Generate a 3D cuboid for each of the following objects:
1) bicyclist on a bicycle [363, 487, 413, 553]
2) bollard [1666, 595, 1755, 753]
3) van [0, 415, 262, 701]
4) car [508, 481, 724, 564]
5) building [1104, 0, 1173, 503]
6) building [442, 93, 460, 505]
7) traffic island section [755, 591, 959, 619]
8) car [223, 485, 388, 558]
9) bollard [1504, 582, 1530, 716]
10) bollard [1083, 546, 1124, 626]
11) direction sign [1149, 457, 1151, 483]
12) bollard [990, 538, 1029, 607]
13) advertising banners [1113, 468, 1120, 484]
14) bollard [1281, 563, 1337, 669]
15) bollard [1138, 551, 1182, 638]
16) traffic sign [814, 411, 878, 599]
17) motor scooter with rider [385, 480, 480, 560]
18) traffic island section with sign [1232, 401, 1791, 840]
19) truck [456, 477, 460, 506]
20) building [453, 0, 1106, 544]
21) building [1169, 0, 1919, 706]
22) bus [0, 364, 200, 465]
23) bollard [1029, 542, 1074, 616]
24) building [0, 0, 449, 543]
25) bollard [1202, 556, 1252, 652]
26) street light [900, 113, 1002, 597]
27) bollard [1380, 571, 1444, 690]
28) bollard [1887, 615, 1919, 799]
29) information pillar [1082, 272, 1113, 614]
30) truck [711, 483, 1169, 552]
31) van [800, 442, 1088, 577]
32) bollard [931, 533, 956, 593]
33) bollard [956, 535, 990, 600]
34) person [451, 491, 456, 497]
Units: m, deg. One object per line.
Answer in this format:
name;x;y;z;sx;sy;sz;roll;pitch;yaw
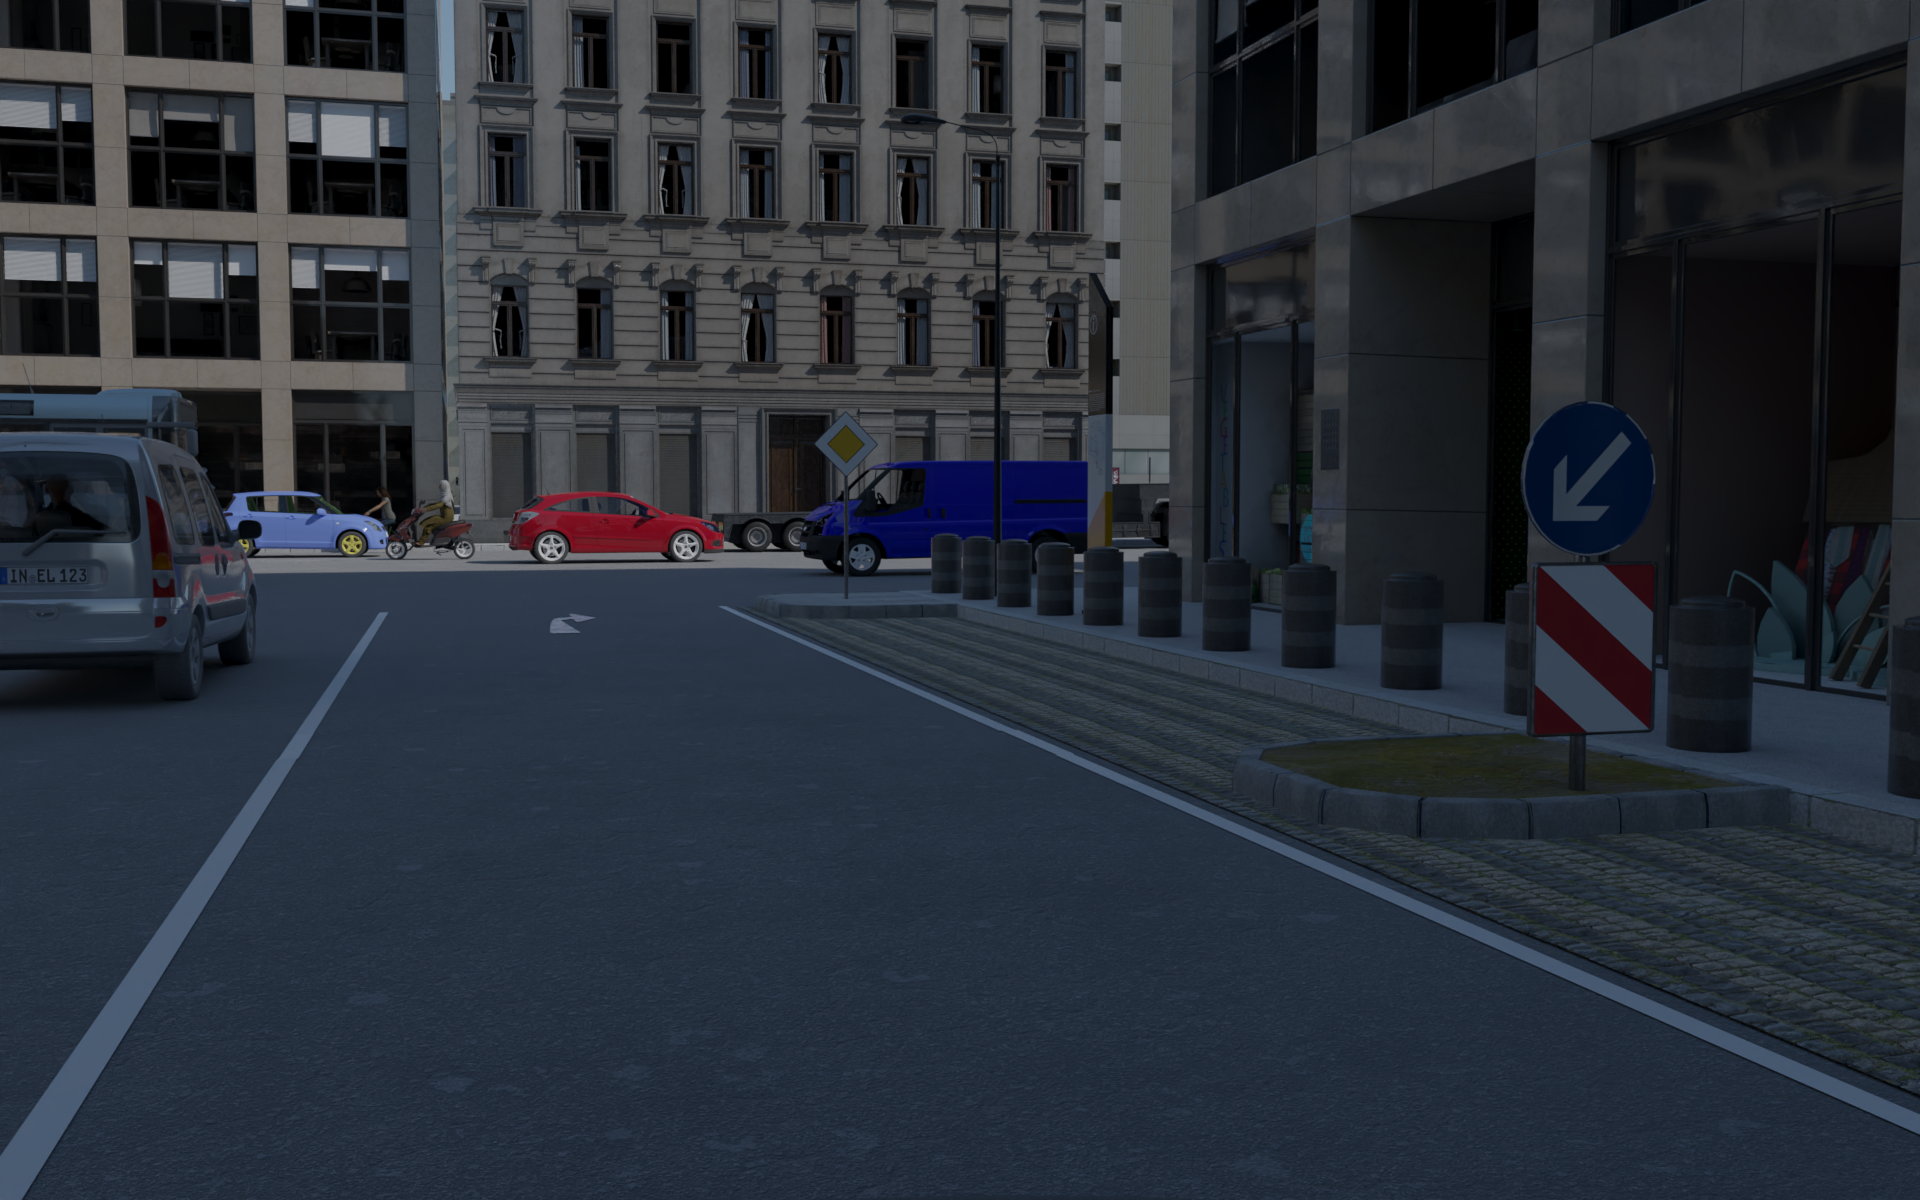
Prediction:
bicyclist on a bicycle;-14.096;-1.962;42.101;1.625;1.676;1.499;-1;4;-16
bollard;3.789;0.365;8.746;0.404;0.777;0.398;0;3;0
van;-6.463;-0.377;13.176;2.013;2.044;4.112;-1;4;-14
car;-7.220;-1.682;36.546;4.494;1.783;2.155;-1;4;-18
building;12.269;-35.752;173.784;27.495;52.752;28.713;-1;4;-16
building;-58.451;-36.119;210.161;30.456;49.044;23.786;-1;4;-16
traffic island section;-1.372;0.066;21.207;2.009;0.180;2.903;-1;4;-16
car;-14.947;-1.824;39.415;3.694;1.707;1.945;-1;4;-15
bollard;3.392;0.281;10.118;0.404;0.777;0.398;0;3;0
bollard;1.409;-0.140;17.013;0.404;0.777;0.398;0;3;0
direction sign;11.659;-7.003;106.489;0.379;3.537;0.876;0;4;1
bollard;0.619;-0.308;19.758;0.404;0.777;0.398;0;3;0
advertising banners;10.935;-7.164;113.318;2.074;3.025;0.090;0;4;-5
bollard;2.596;0.112;12.888;0.404;0.777;0.398;0;3;0
bollard;1.807;-0.057;15.642;0.404;0.777;0.398;0;3;0
traffic sign;-1.393;-1.069;21.123;0.795;2.450;0.064;-1;4;-16
motor scooter with rider;-11.525;-1.766;37.845;1.986;1.779;0.876;-1;4;-14
traffic island section with sign;2.381;0.031;8.127;1.989;1.847;2.006;-1;4;-16
truck;-35.672;-8.497;128.681;2.967;4.110;18.799;-1;4;-18
building;-5.647;-12.343;50.962;18.267;20.994;9.793;-1;4;-16
building;16.460;-12.363;6.658;19.350;26.468;34.151;-1;4;-16
bus;-17.926;-1.940;26.574;13.247;3.499;2.948;-1;4;-17
bollard;1.015;-0.224;18.386;0.404;0.777;0.398;0;3;0
building;-32.502;-14.963;49.162;34.151;26.468;19.350;-1;4;-16
bollard;2.197;0.028;14.259;0.404;0.777;0.398;0;3;0
street light;-0.052;-2.992;21.460;1.470;5.913;1.316;-1;4;-16
bollard;3.000;0.197;11.491;0.404;0.777;0.398;0;3;0
bollard;4.183;0.449;7.372;0.404;0.777;0.398;0;3;0
information pillar;1.468;-1.642;18.201;0.183;3.616;0.504;-1;4;-18
truck;2.969;-3.418;45.649;18.799;4.110;2.967;-1;4;-15
van;-0.267;-1.644;31.270;5.245;2.365;2.240;-1;4;-16
bollard;-0.175;-0.477;22.514;0.404;0.777;0.398;0;3;0
bollard;0.227;-0.393;21.139;0.404;0.777;0.398;0;3;0
person;-56.023;-11.149;191.323;0.750;1.759;0.617;-1;4;-9
